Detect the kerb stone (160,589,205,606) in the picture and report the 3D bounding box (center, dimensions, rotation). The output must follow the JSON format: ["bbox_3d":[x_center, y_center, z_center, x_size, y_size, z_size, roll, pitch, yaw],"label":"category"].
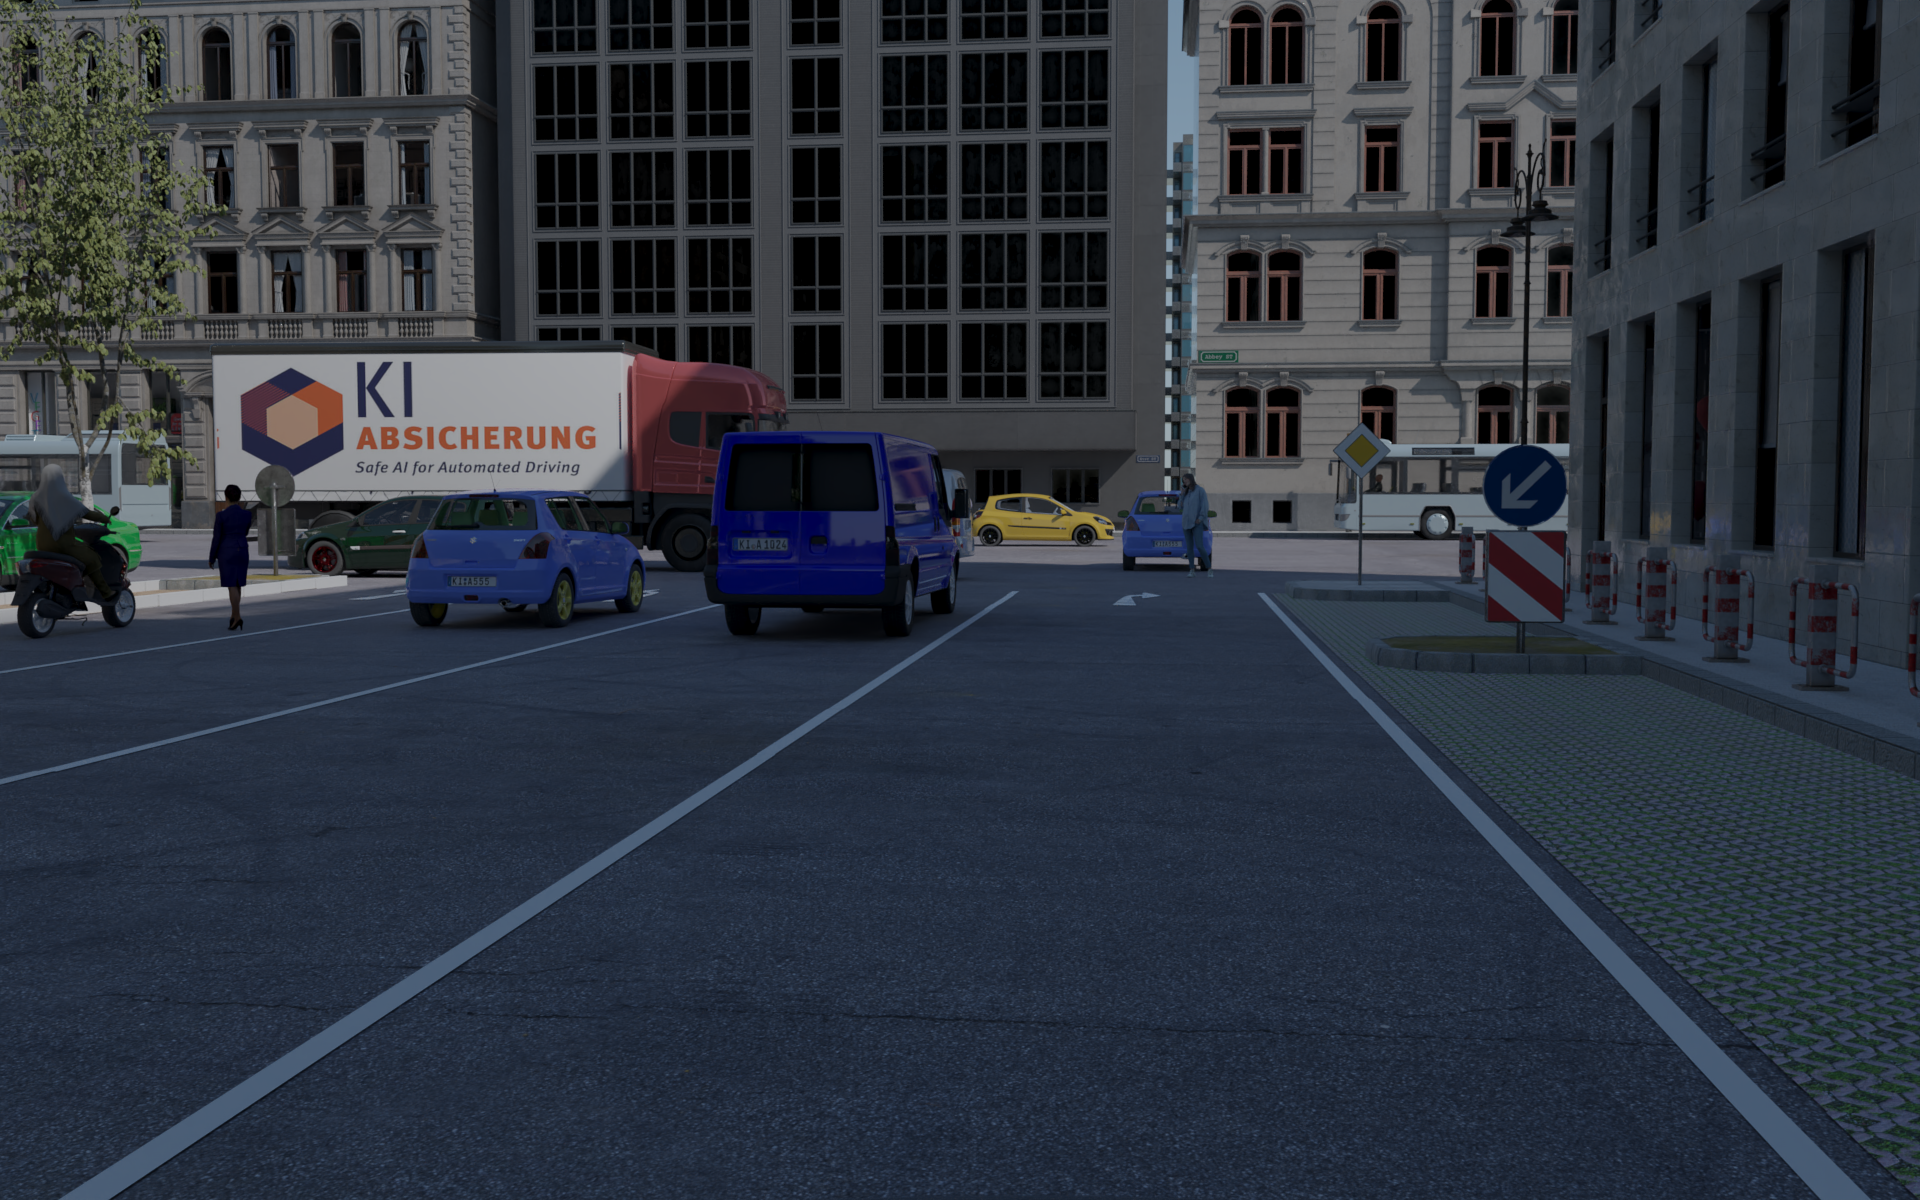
[{"bbox_3d":[-10.220,-0.026,22.614,0.120,0.150,1.000,0,4,7],"label":"kerb stone"}]

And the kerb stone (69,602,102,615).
[{"bbox_3d":[-10.472,0.100,20.563,0.120,0.150,1.000,0,4,7],"label":"kerb stone"}]

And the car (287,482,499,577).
[{"bbox_3d":[-9.517,-1.245,30.146,4.222,1.686,2.009,0,4,7],"label":"car"}]

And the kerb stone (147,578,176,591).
[{"bbox_3d":[-11.947,-0.225,25.917,0.120,0.150,1.000,0,4,7],"label":"kerb stone"}]

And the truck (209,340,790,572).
[{"bbox_3d":[-8.248,-2.697,33.002,11.283,4.237,2.839,0,4,5],"label":"truck"}]

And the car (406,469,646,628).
[{"bbox_3d":[-4.886,-0.635,19.970,1.945,1.707,3.694,0,4,8],"label":"car"}]

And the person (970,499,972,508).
[{"bbox_3d":[0.099,-2.376,49.408,0.516,1.574,0.319,0,4,-8],"label":"person"}]

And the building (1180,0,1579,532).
[{"bbox_3d":[19.822,-16.917,63.975,23.554,28.519,14.401,0,4,7],"label":"building"}]

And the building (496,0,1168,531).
[{"bbox_3d":[-4.082,-16.664,65.967,24.014,27.812,14.314,0,4,7],"label":"building"}]

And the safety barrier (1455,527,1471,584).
[{"bbox_3d":[7.229,-0.637,24.698,0.300,0.817,1.120,0,4,7],"label":"safety barrier"}]

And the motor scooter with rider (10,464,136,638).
[{"bbox_3d":[-9.089,-0.542,17.830,0.876,1.779,1.986,0,4,5],"label":"motor scooter with rider"}]

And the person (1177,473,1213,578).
[{"bbox_3d":[4.067,-1.288,29.816,0.793,1.790,0.793,1,4,16],"label":"person"}]

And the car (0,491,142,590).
[{"bbox_3d":[-13.586,-0.956,24.423,1.959,1.807,4.718,1,4,9],"label":"car"}]

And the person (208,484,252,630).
[{"bbox_3d":[-7.749,-0.455,18.302,0.546,1.535,0.453,2,4,24],"label":"person"}]

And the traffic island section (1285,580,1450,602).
[{"bbox_3d":[5.645,-0.128,24.369,2.009,0.180,2.903,0,4,7],"label":"traffic island section"}]

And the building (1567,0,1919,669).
[{"bbox_3d":[12.335,-9.726,13.779,10.420,20.320,16.860,0,4,7],"label":"building"}]

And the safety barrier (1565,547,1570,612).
[{"bbox_3d":[6.543,-0.288,18.977,0.300,0.817,1.120,0,4,7],"label":"safety barrier"}]

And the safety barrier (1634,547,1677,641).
[{"bbox_3d":[6.092,-0.054,15.163,0.300,0.817,1.120,0,4,7],"label":"safety barrier"}]

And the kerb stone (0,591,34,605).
[{"bbox_3d":[-12.313,-0.040,22.846,0.120,0.150,1.000,0,4,7],"label":"kerb stone"}]

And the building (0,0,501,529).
[{"bbox_3d":[-26.099,-14.568,67.065,19.941,23.489,11.050,0,4,7],"label":"building"}]

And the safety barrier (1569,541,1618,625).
[{"bbox_3d":[6.318,-0.171,17.066,0.300,0.817,1.120,0,4,7],"label":"safety barrier"}]

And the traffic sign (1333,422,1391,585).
[{"bbox_3d":[5.620,-1.263,24.295,0.795,2.450,0.064,0,4,7],"label":"traffic sign"}]

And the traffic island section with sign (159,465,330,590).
[{"bbox_3d":[-10.803,-1.126,26.554,2.006,1.907,1.989,0,4,7],"label":"traffic island section with sign"}]

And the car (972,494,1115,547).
[{"bbox_3d":[2.276,-2.302,47.869,3.980,1.641,2.015,0,4,5],"label":"car"}]

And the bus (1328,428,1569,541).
[{"bbox_3d":[17.642,-3.622,54.087,13.247,3.499,2.948,0,4,7],"label":"bus"}]

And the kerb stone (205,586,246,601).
[{"bbox_3d":[-10.103,-0.087,23.634,0.120,0.150,1.000,0,4,7],"label":"kerb stone"}]

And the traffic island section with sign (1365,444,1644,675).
[{"bbox_3d":[4.506,-0.369,14.654,1.989,1.847,2.006,0,4,7],"label":"traffic island section with sign"}]

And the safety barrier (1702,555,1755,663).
[{"bbox_3d":[5.864,0.063,13.238,0.300,0.817,1.120,0,4,7],"label":"safety barrier"}]

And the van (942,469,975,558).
[{"bbox_3d":[-1.826,-1.351,29.105,4.112,2.044,2.013,1,4,8],"label":"van"}]

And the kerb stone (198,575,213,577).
[{"bbox_3d":[-11.826,-0.288,26.943,0.120,0.150,1.000,0,4,7],"label":"kerb stone"}]

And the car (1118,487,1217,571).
[{"bbox_3d":[4.022,-1.471,33.640,1.945,1.707,3.694,0,4,6],"label":"car"}]

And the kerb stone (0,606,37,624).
[{"bbox_3d":[-10.588,0.162,19.540,0.120,0.150,1.000,0,4,7],"label":"kerb stone"}]

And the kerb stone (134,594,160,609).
[{"bbox_3d":[-10.346,0.041,21.589,0.120,0.150,1.000,0,4,7],"label":"kerb stone"}]

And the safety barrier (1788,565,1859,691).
[{"bbox_3d":[5.639,0.180,11.330,0.300,0.817,1.120,0,4,7],"label":"safety barrier"}]

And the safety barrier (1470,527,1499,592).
[{"bbox_3d":[6.997,-0.521,22.787,0.300,0.817,1.120,0,4,7],"label":"safety barrier"}]

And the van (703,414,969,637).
[{"bbox_3d":[-1.213,-0.904,19.161,2.240,2.365,5.245,0,4,7],"label":"van"}]

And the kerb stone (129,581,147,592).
[{"bbox_3d":[-12.068,-0.164,24.897,0.120,0.150,1.000,0,4,7],"label":"kerb stone"}]

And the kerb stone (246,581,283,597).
[{"bbox_3d":[-9.978,-0.149,24.654,0.120,0.150,1.000,0,4,7],"label":"kerb stone"}]

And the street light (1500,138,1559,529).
[{"bbox_3d":[7.515,-3.072,23.015,0.468,5.910,1.993,0,4,7],"label":"street light"}]

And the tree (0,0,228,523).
[{"bbox_3d":[-11.216,-4.224,21.879,4.737,8.622,4.395,0,3,0],"label":"tree"}]

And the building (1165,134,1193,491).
[{"bbox_3d":[41.775,-37.143,226.896,30.456,49.044,23.786,0,4,7],"label":"building"}]

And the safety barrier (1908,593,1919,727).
[{"bbox_3d":[5.416,0.297,9.425,0.300,0.817,1.120,0,4,7],"label":"safety barrier"}]

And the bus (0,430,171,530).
[{"bbox_3d":[-30.478,-3.477,51.715,13.247,3.499,2.948,0,4,7],"label":"bus"}]

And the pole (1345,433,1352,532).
[{"bbox_3d":[13.078,-3.933,58.153,0.158,3.312,0.155,0,3,0],"label":"pole"}]

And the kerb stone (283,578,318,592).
[{"bbox_3d":[-9.858,-0.213,25.677,0.120,0.150,1.000,0,4,7],"label":"kerb stone"}]

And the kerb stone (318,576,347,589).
[{"bbox_3d":[-9.740,-0.275,26.697,0.120,0.150,1.000,0,4,7],"label":"kerb stone"}]
